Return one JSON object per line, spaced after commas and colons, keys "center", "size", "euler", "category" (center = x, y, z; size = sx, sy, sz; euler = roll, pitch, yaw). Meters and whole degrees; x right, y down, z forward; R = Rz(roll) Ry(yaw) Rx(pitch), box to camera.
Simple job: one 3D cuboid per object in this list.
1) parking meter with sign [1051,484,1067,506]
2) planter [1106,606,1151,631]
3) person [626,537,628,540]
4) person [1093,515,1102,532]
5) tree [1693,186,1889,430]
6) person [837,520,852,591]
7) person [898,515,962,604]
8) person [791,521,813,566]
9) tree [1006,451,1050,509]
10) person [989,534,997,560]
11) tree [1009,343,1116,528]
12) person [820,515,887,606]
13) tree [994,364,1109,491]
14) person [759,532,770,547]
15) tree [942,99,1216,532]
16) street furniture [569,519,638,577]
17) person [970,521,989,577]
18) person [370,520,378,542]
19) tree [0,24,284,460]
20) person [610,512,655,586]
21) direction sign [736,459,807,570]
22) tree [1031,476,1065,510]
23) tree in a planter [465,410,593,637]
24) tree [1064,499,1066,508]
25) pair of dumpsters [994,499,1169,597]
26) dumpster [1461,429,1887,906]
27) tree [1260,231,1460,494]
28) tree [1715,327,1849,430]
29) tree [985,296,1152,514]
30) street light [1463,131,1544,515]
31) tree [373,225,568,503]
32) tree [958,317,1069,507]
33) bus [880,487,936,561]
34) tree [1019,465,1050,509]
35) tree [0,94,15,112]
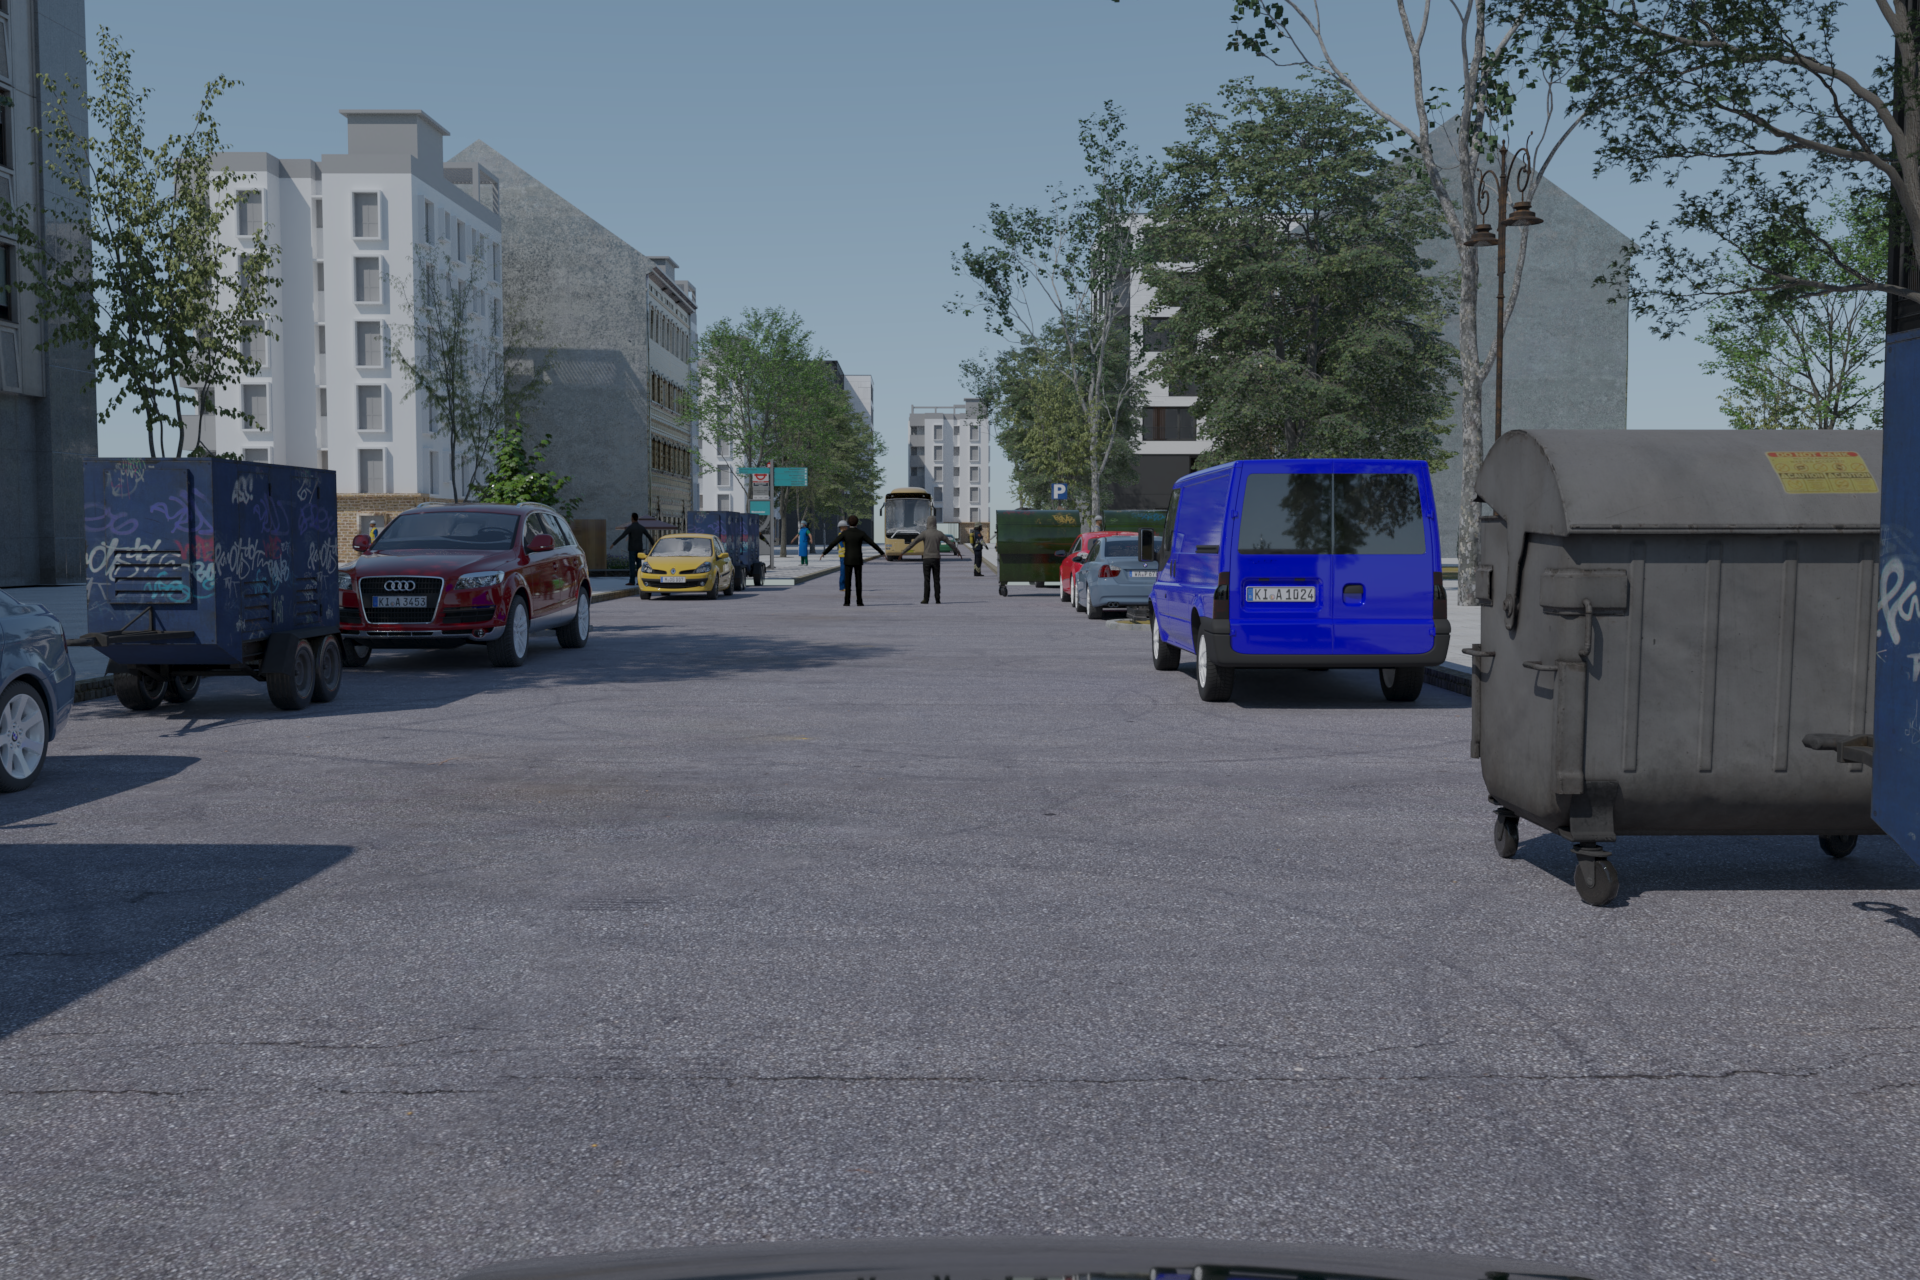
{"center": [3.420, -3.832, 58.921], "size": [0.543, 3.016, 1.738], "euler": [0, 3, 0], "category": "parking meter with sign"}
{"center": [3.262, -0.334, 26.593], "size": [1.991, 0.319, 1.994], "euler": [0, 4, 0], "category": "planter"}
{"center": [-16.643, -4.913, 87.130], "size": [0.721, 1.733, 1.217], "euler": [0, 4, 0], "category": "person"}
{"center": [4.227, -2.859, 52.606], "size": [0.705, 1.847, 1.347], "euler": [0, 4, 7], "category": "person"}
{"center": [25.951, -7.728, 52.102], "size": [9.928, 11.665, 9.643], "euler": [0, 3, 0], "category": "tree"}
{"center": [-2.833, -2.109, 43.399], "size": [0.721, 1.772, 1.216], "euler": [0, 4, 4], "category": "person"}
{"center": [-0.587, -1.648, 35.533], "size": [1.348, 1.813, 0.705], "euler": [-1, 4, -13], "category": "person"}
{"center": [-6.302, -3.882, 69.595], "size": [0.704, 1.817, 1.347], "euler": [-3, 5, -42], "category": "person"}
{"center": [5.923, -11.643, 140.723], "size": [4.737, 8.622, 4.395], "euler": [0, 3, 0], "category": "tree"}
{"center": [2.009, -4.827, 85.110], "size": [1.347, 1.806, 0.705], "euler": [-2, 4, -35], "category": "person"}
{"center": [3.794, -7.097, 66.400], "size": [4.737, 8.622, 4.395], "euler": [0, 3, 0], "category": "tree"}
{"center": [-2.116, -1.575, 34.388], "size": [1.347, 1.806, 0.705], "euler": [0, 4, -2], "category": "person"}
{"center": [5.688, -10.961, 104.975], "size": [9.928, 11.665, 9.643], "euler": [0, 3, 0], "category": "tree"}
{"center": [-6.329, -2.804, 51.614], "size": [1.354, 1.858, 0.705], "euler": [-1, 4, -14], "category": "person"}
{"center": [5.559, -13.611, 78.423], "size": [12.611, 20.169, 13.585], "euler": [0, 3, 0], "category": "tree"}
{"center": [-12.583, -2.932, 54.796], "size": [9.812, 1.723, 11.010], "euler": [-1, 4, -17], "category": "street furniture"}
{"center": [0.636, -3.075, 58.511], "size": [0.705, 1.856, 1.354], "euler": [-1, 4, -19], "category": "person"}
{"center": [-23.731, -3.917, 70.004], "size": [0.705, 1.833, 1.349], "euler": [-2, 4, -31], "category": "person"}
{"center": [-11.826, -4.599, 25.563], "size": [4.737, 8.622, 4.395], "euler": [0, 3, 0], "category": "tree"}
{"center": [-8.126, -2.274, 43.244], "size": [0.705, 1.821, 1.348], "euler": [3, 5, 44], "category": "person"}
{"center": [-6.737, -4.516, 62.603], "size": [2.525, 3.948, 1.411], "euler": [0, 4, -1], "category": "direction sign"}
{"center": [5.234, -9.920, 112.561], "size": [4.360, 8.622, 3.978], "euler": [0, 3, 0], "category": "tree"}
{"center": [-6.418, -1.700, 25.023], "size": [1.991, 3.239, 1.994], "euler": [0, 4, 0], "category": "tree in a planter"}
{"center": [15.226, -23.750, 244.206], "size": [12.611, 20.169, 13.585], "euler": [0, 3, 0], "category": "tree"}
{"center": [3.008, -2.147, 40.051], "size": [4.436, 2.255, 1.574], "euler": [0, 4, -1], "category": "pair of dumpsters"}
{"center": [3.139, 0.065, 7.147], "size": [1.865, 1.857, 1.264], "euler": [0, 4, -1], "category": "dumpster"}
{"center": [14.676, -9.001, 65.298], "size": [7.486, 12.596, 7.792], "euler": [0, 3, 0], "category": "tree"}
{"center": [28.412, -6.728, 60.370], "size": [4.737, 8.622, 4.395], "euler": [0, 3, 0], "category": "tree"}
{"center": [6.040, -11.488, 94.484], "size": [9.857, 13.997, 8.962], "euler": [0, 3, 0], "category": "tree"}
{"center": [6.364, -2.915, 20.452], "size": [0.468, 5.910, 1.993], "euler": [0, 4, -1], "category": "street light"}
{"center": [-12.492, -5.617, 42.201], "size": [4.360, 8.622, 3.978], "euler": [0, 3, 0], "category": "tree"}
{"center": [5.800, -18.144, 152.548], "size": [12.611, 20.169, 13.585], "euler": [0, 3, 0], "category": "tree"}
{"center": [-2.691, -6.296, 94.491], "size": [2.896, 3.916, 12.252], "euler": [0, 4, 0], "category": "bus"}
{"center": [5.665, -10.561, 123.040], "size": [4.360, 8.622, 3.978], "euler": [0, 3, 0], "category": "tree"}
{"center": [-12.012, -6.529, 13.410], "size": [9.857, 13.997, 8.962], "euler": [0, 3, 0], "category": "tree"}
